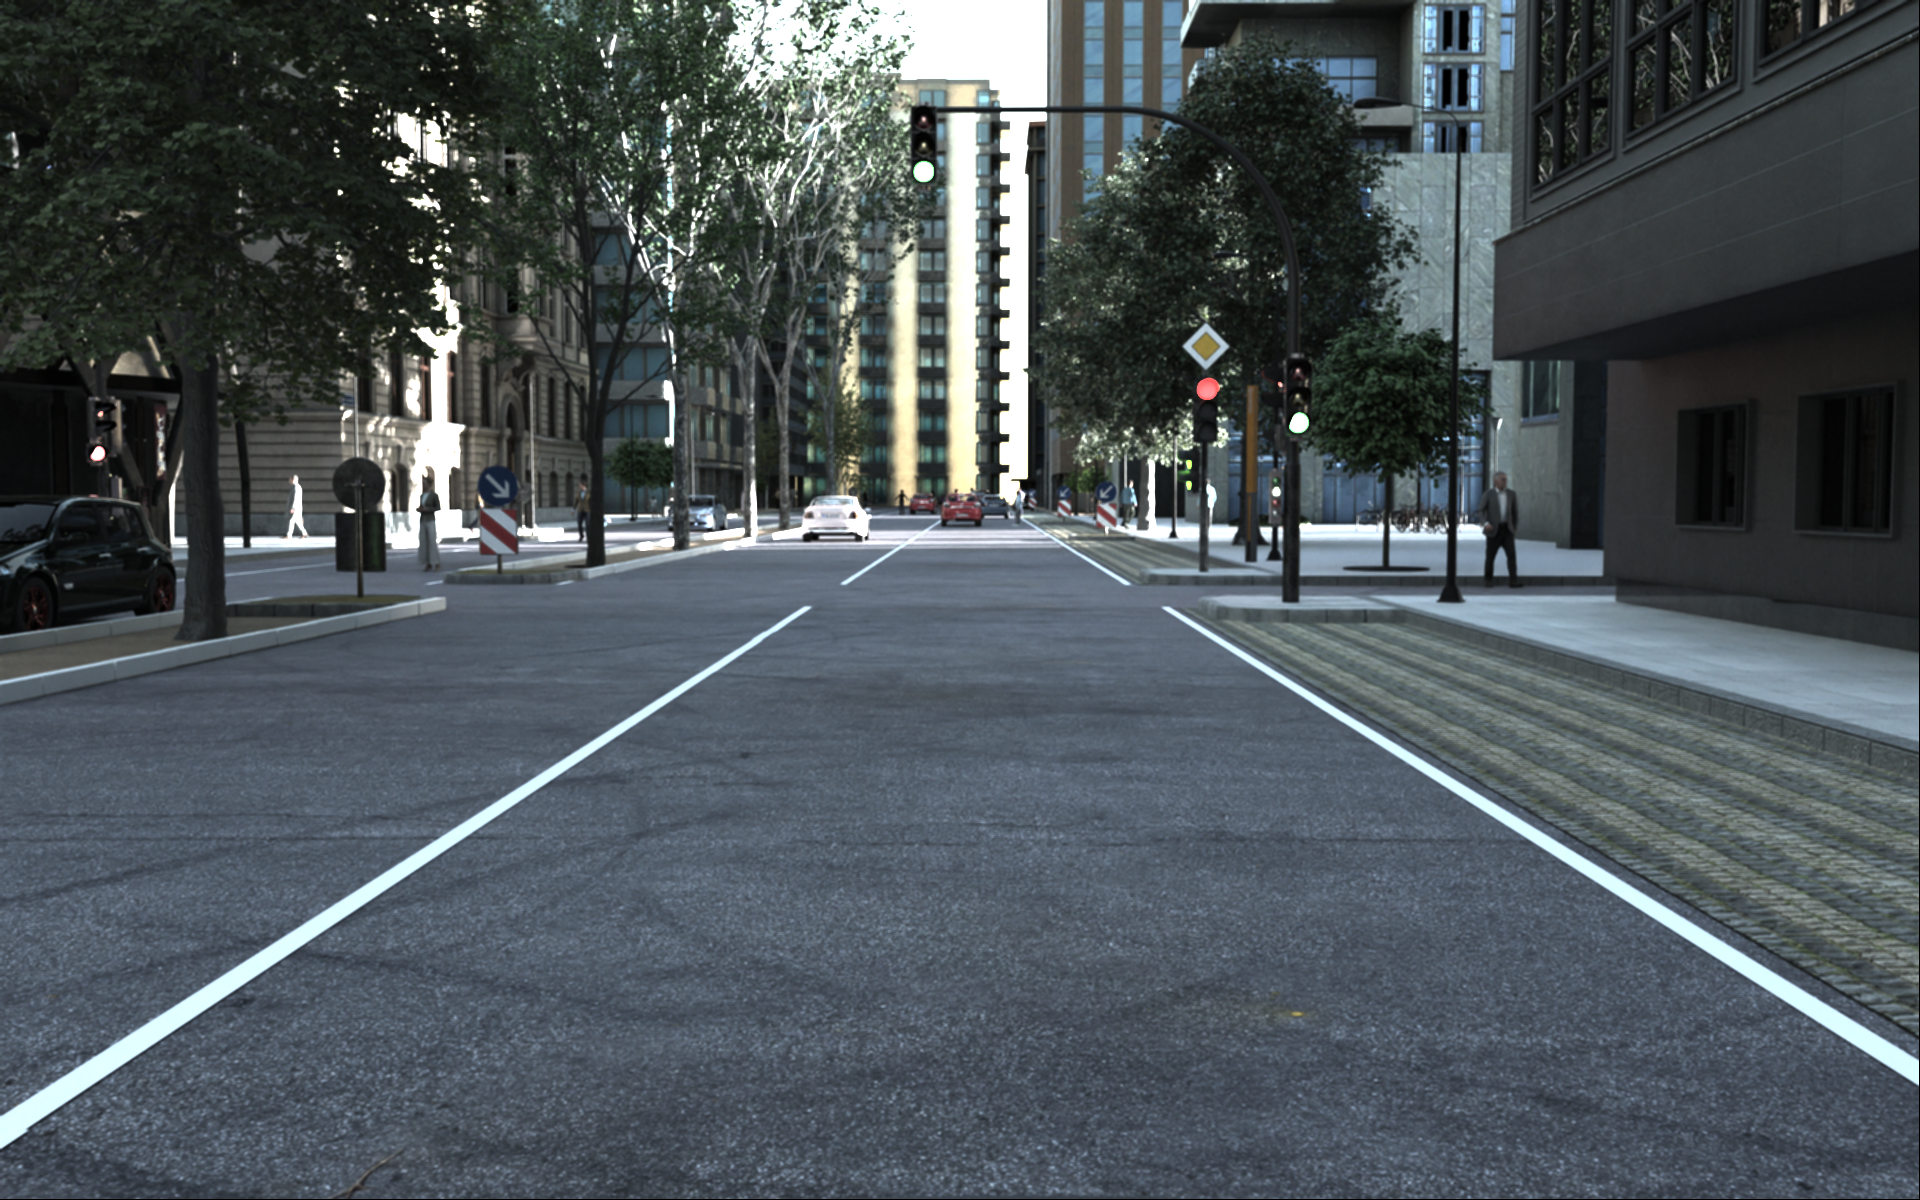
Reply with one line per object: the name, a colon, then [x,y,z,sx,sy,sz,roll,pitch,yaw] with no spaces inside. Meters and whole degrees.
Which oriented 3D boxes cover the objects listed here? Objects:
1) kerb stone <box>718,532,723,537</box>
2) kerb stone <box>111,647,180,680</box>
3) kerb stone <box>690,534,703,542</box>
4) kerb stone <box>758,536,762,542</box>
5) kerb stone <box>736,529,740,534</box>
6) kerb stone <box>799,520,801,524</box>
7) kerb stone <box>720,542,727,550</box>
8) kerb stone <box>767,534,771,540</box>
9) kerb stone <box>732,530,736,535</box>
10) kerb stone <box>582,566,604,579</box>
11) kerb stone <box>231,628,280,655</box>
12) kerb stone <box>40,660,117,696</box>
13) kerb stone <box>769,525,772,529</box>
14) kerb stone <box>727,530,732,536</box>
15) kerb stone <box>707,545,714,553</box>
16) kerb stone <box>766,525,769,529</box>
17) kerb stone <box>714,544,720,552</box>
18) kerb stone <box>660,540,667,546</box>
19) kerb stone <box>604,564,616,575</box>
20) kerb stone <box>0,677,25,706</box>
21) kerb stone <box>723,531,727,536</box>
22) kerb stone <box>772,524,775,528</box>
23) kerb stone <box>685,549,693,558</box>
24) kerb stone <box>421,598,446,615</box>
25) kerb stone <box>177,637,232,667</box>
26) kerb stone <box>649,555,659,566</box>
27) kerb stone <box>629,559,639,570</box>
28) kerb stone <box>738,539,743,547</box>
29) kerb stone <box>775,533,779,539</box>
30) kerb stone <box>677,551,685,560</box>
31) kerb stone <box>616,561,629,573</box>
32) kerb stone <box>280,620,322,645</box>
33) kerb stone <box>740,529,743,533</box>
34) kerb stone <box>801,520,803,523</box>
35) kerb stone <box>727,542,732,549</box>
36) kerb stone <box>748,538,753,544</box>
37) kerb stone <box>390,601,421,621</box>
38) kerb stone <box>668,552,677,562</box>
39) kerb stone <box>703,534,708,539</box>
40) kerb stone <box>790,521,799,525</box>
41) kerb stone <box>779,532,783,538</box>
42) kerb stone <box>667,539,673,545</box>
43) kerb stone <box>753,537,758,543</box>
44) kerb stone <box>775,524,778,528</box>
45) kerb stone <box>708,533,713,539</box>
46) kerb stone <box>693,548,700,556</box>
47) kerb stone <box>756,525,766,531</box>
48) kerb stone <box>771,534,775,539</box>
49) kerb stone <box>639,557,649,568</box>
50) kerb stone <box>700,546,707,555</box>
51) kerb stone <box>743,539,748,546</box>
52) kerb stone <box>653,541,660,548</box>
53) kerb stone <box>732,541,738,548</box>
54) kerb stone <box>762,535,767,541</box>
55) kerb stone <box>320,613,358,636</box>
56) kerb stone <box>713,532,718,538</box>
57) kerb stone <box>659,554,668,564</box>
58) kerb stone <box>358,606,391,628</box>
kerb stone: [-8.074,-2.153,57.425,0.120,0.150,1.000,0,4,1]
kerb stone: [-6.529,0.516,13.793,0.120,0.150,1.000,0,4,1]
kerb stone: [-8.133,-1.900,53.337,0.120,0.150,1.000,0,4,1]
kerb stone: [-6.055,-1.780,51.308,0.120,0.150,1.000,0,4,1]
kerb stone: [-8.027,-2.406,61.532,0.120,0.150,1.000,0,4,1]
kerb stone: [-7.764,-3.660,82.041,0.120,0.150,1.000,0,4,1]
kerb stone: [-6.139,-1.337,44.100,0.120,0.150,1.000,0,4,1]
kerb stone: [-6.025,-1.902,53.352,0.120,0.150,1.000,0,4,1]
kerb stone: [-8.031,-2.343,60.507,0.120,0.150,1.000,0,4,1]
kerb stone: [-6.322,-0.462,29.746,0.120,0.150,1.000,0,4,1]
kerb stone: [-6.511,0.391,15.841,0.120,0.150,1.000,0,4,1]
kerb stone: [-6.546,0.583,12.767,0.120,0.150,1.000,0,4,1]
kerb stone: [-7.905,-2.971,70.766,0.120,0.150,1.000,0,4,1]
kerb stone: [-8.042,-2.281,59.485,0.120,0.150,1.000,0,4,1]
kerb stone: [-6.174,-1.214,42.042,0.120,0.150,1.000,0,4,1]
kerb stone: [-7.917,-2.908,69.739,0.120,0.150,1.000,0,4,1]
kerb stone: [-6.158,-1.274,43.076,0.120,0.150,1.000,0,4,1]
kerb stone: [-8.205,-1.529,47.199,0.120,0.150,1.000,0,4,1]
kerb stone: [-6.321,-0.524,30.768,0.120,0.150,1.000,0,4,1]
kerb stone: [-6.552,0.645,11.742,0.120,0.150,1.000,0,4,1]
kerb stone: [-8.068,-2.218,58.459,0.120,0.150,1.000,0,4,1]
kerb stone: [-7.896,-3.033,71.789,0.120,0.150,1.000,0,4,1]
kerb stone: [-6.212,-1.022,38.967,0.120,0.150,1.000,0,4,1]
kerb stone: [-6.437,0.076,20.961,0.120,0.150,1.000,0,4,1]
kerb stone: [-6.525,0.451,14.819,0.120,0.150,1.000,0,4,1]
kerb stone: [-6.260,-0.775,34.868,0.120,0.150,1.000,0,4,1]
kerb stone: [-6.289,-0.644,32.824,0.120,0.150,1.000,0,4,1]
kerb stone: [-6.104,-1.529,47.194,0.120,0.150,1.000,0,4,1]
kerb stone: [-5.995,-2.031,55.401,0.120,0.150,1.000,0,4,1]
kerb stone: [-6.222,-0.962,37.944,0.120,0.150,1.000,0,4,1]
kerb stone: [-6.296,-0.588,31.802,0.120,0.150,1.000,0,4,1]
kerb stone: [-6.488,0.330,16.863,0.120,0.150,1.000,0,4,1]
kerb stone: [-8.019,-2.468,62.554,0.120,0.150,1.000,0,4,1]
kerb stone: [-7.753,-3.723,83.073,0.120,0.150,1.000,0,4,1]
kerb stone: [-6.129,-1.403,45.134,0.120,0.150,1.000,0,4,1]
kerb stone: [-6.081,-1.655,49.258,0.120,0.150,1.000,0,4,1]
kerb stone: [-6.456,0.138,19.934,0.120,0.150,1.000,0,4,1]
kerb stone: [-6.236,-0.898,36.922,0.120,0.150,1.000,0,4,1]
kerb stone: [-8.114,-1.967,54.359,0.120,0.150,1.000,0,4,1]
kerb stone: [-7.779,-3.598,81.018,0.120,0.150,1.000,0,4,1]
kerb stone: [-5.980,-2.091,56.426,0.120,0.150,1.000,0,4,1]
kerb stone: [-8.193,-1.592,48.226,0.120,0.150,1.000,0,4,1]
kerb stone: [-6.067,-1.718,50.285,0.120,0.150,1.000,0,4,1]
kerb stone: [-7.882,-3.096,72.819,0.120,0.150,1.000,0,4,1]
kerb stone: [-8.111,-2.030,55.381,0.120,0.150,1.000,0,4,1]
kerb stone: [-6.193,-1.088,39.989,0.120,0.150,1.000,0,4,1]
kerb stone: [-7.937,-2.843,68.707,0.120,0.150,1.000,0,4,1]
kerb stone: [-6.013,-1.968,54.374,0.120,0.150,1.000,0,4,1]
kerb stone: [-6.277,-0.711,33.846,0.120,0.150,1.000,0,4,1]
kerb stone: [-6.194,-1.151,41.013,0.120,0.150,1.000,0,4,1]
kerb stone: [-6.090,-1.583,48.228,0.120,0.150,1.000,0,4,1]
kerb stone: [-8.220,-1.462,46.177,0.120,0.150,1.000,0,4,1]
kerb stone: [-6.120,-1.466,46.166,0.120,0.150,1.000,0,4,1]
kerb stone: [-6.034,-1.838,52.330,0.120,0.150,1.000,0,4,1]
kerb stone: [-6.484,0.263,17.891,0.120,0.150,1.000,0,4,1]
kerb stone: [-8.086,-2.092,56.403,0.120,0.150,1.000,0,4,1]
kerb stone: [-6.250,-0.838,35.899,0.120,0.150,1.000,0,4,1]
kerb stone: [-6.468,0.202,18.913,0.120,0.150,1.000,0,4,1]
